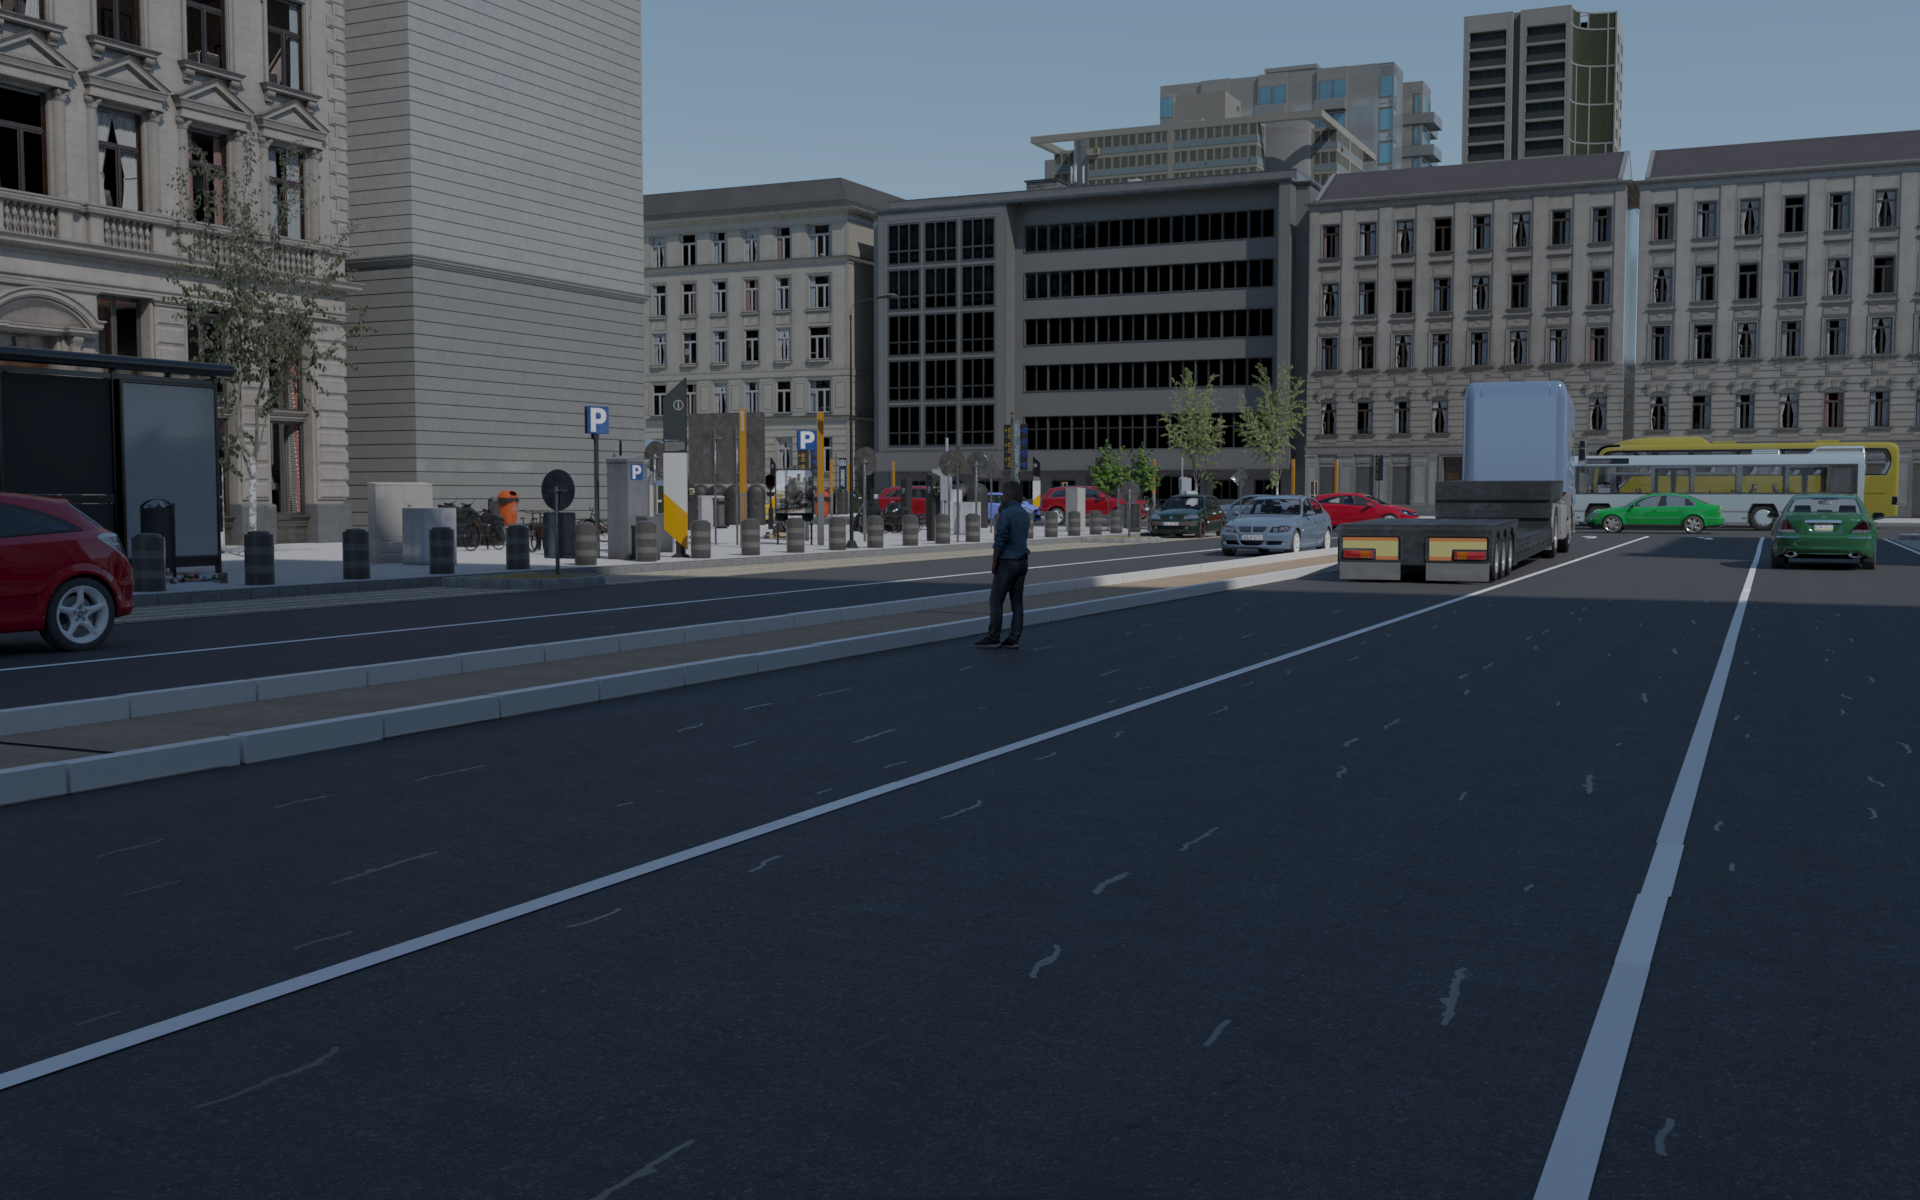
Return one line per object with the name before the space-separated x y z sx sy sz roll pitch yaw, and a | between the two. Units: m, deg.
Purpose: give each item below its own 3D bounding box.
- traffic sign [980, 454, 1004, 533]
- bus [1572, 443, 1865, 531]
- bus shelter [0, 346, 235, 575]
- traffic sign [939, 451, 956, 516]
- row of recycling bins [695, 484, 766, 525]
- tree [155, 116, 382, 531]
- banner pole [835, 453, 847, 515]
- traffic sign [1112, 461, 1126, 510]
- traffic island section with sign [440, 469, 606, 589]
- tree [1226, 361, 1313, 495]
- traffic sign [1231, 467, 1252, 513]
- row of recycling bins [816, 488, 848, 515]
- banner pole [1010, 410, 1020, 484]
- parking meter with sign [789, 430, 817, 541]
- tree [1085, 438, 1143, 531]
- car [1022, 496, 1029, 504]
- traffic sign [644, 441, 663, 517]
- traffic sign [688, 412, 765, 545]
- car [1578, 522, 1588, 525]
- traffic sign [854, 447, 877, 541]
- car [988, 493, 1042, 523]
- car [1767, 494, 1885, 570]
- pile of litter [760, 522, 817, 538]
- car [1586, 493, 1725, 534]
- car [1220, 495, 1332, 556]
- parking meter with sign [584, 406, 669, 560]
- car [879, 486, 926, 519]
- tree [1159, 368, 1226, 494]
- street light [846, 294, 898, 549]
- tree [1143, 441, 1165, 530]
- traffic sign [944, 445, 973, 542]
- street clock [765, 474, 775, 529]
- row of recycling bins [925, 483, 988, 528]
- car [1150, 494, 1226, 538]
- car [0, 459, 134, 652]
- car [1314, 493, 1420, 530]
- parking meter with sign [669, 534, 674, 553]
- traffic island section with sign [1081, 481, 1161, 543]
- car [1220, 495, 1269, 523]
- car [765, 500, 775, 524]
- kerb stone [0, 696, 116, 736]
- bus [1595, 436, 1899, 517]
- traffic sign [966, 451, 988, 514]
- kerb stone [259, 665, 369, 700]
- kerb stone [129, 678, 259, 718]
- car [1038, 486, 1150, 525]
traffic sign | 1.025 -3.475 56.822 0.884 2.594 0.081 2 4 29
bus | 28.727 -4.564 69.475 13.247 3.499 2.948 1 4 23
bus shelter | -14.523 -2.863 24.443 2.179 5.291 8.768 2 4 25
traffic sign | -0.325 -3.100 50.793 0.768 2.556 0.104 2 4 34
row of recycling bins | -9.671 -3.978 72.160 3.534 1.692 1.069 2 4 24
tree | -14.114 -5.165 34.816 4.360 8.622 3.978 0 3 0
banner pole | -7.264 -7.028 104.924 0.863 3.779 0.401 0 4 -2
traffic sign | 6.012 -4.012 65.698 0.768 2.556 0.104 2 4 33
traffic island section with sign | -6.625 -1.117 26.884 1.989 1.847 2.006 2 4 25
tree | 17.190 -8.844 94.966 4.737 8.622 4.395 0 3 0
traffic sign | 10.288 -3.659 63.468 0.795 2.450 0.064 2 4 25
row of recycling bins | -8.577 -6.248 109.272 3.534 1.692 1.069 2 4 29
banner pole | 1.633 -3.766 51.599 0.401 3.779 0.863 -1 4 -21
parking meter with sign | -4.437 -3.164 47.989 0.543 3.016 1.738 -1 4 -19
tree | 5.074 -4.011 60.175 1.663 3.219 1.824 0 3 0
car | 1.820 -4.927 90.144 3.694 1.707 1.945 2 4 23
traffic sign | -7.275 -2.520 41.303 0.768 2.556 0.104 2 4 34
traffic sign | -5.869 -3.032 43.448 2.265 3.308 0.079 2 4 26
car | 27.677 -4.392 80.598 4.718 1.807 1.959 2 4 24
traffic sign | -2.576 -2.856 46.809 0.768 2.556 0.104 2 4 31
car | 2.102 -4.506 83.272 3.694 1.707 1.945 2 4 26
car | 17.199 -1.386 34.459 2.131 1.459 4.920 2 4 27
pile of litter | -4.955 -2.229 50.407 1.719 0.858 1.176 2 4 24
car | 25.410 -3.335 63.319 4.718 1.807 1.959 2 4 26
car | 7.611 -1.794 41.329 2.014 1.417 4.499 2 4 26
parking meter with sign | -6.560 -2.302 33.905 1.738 3.016 0.543 3 4 39
car | -1.350 -4.310 79.139 5.304 1.827 2.281 2 4 23
tree | 13.641 -9.154 100.032 4.737 8.622 4.395 0 3 0
street light | -2.073 -4.156 40.485 1.470 5.913 1.316 2 4 25
tree | 6.603 -4.173 62.835 1.663 3.219 1.824 0 3 0
traffic sign | -0.060 -2.819 46.088 0.884 2.594 0.081 2 4 33
street clock | -6.884 -3.575 63.017 0.471 2.002 0.358 0 4 1
row of recycling bins | -0.157 -3.638 66.599 1.069 1.692 3.534 -3 4 -36
car | 7.587 -2.917 57.481 2.009 1.686 4.222 2 4 23
car | -9.416 -0.355 14.850 2.155 1.783 4.494 2 4 27
car | 15.438 -3.525 66.666 4.494 1.783 2.155 2 4 27
parking meter with sign | -7.171 -2.555 38.035 1.738 3.016 0.543 0 4 -2
traffic island section with sign | 4.869 -2.608 51.276 1.989 1.847 2.006 2 4 25
car | 13.439 -4.159 79.996 4.499 1.417 2.014 2 4 24
car | -10.559 -4.275 80.125 3.980 1.641 2.015 2 4 27
kerb stone | -5.539 0.714 10.560 0.120 0.150 1.000 2 4 25
bus | 33.136 -5.049 74.100 12.252 3.916 2.896 2 4 25
traffic sign | 0.484 -3.143 51.486 0.768 2.556 0.104 2 4 30
kerb stone | -4.669 0.598 12.418 0.120 0.150 1.000 2 4 25
kerb stone | -5.114 0.655 11.493 0.120 0.150 1.000 2 4 25
car | 6.283 -4.423 80.996 5.304 1.827 2.281 2 4 26
